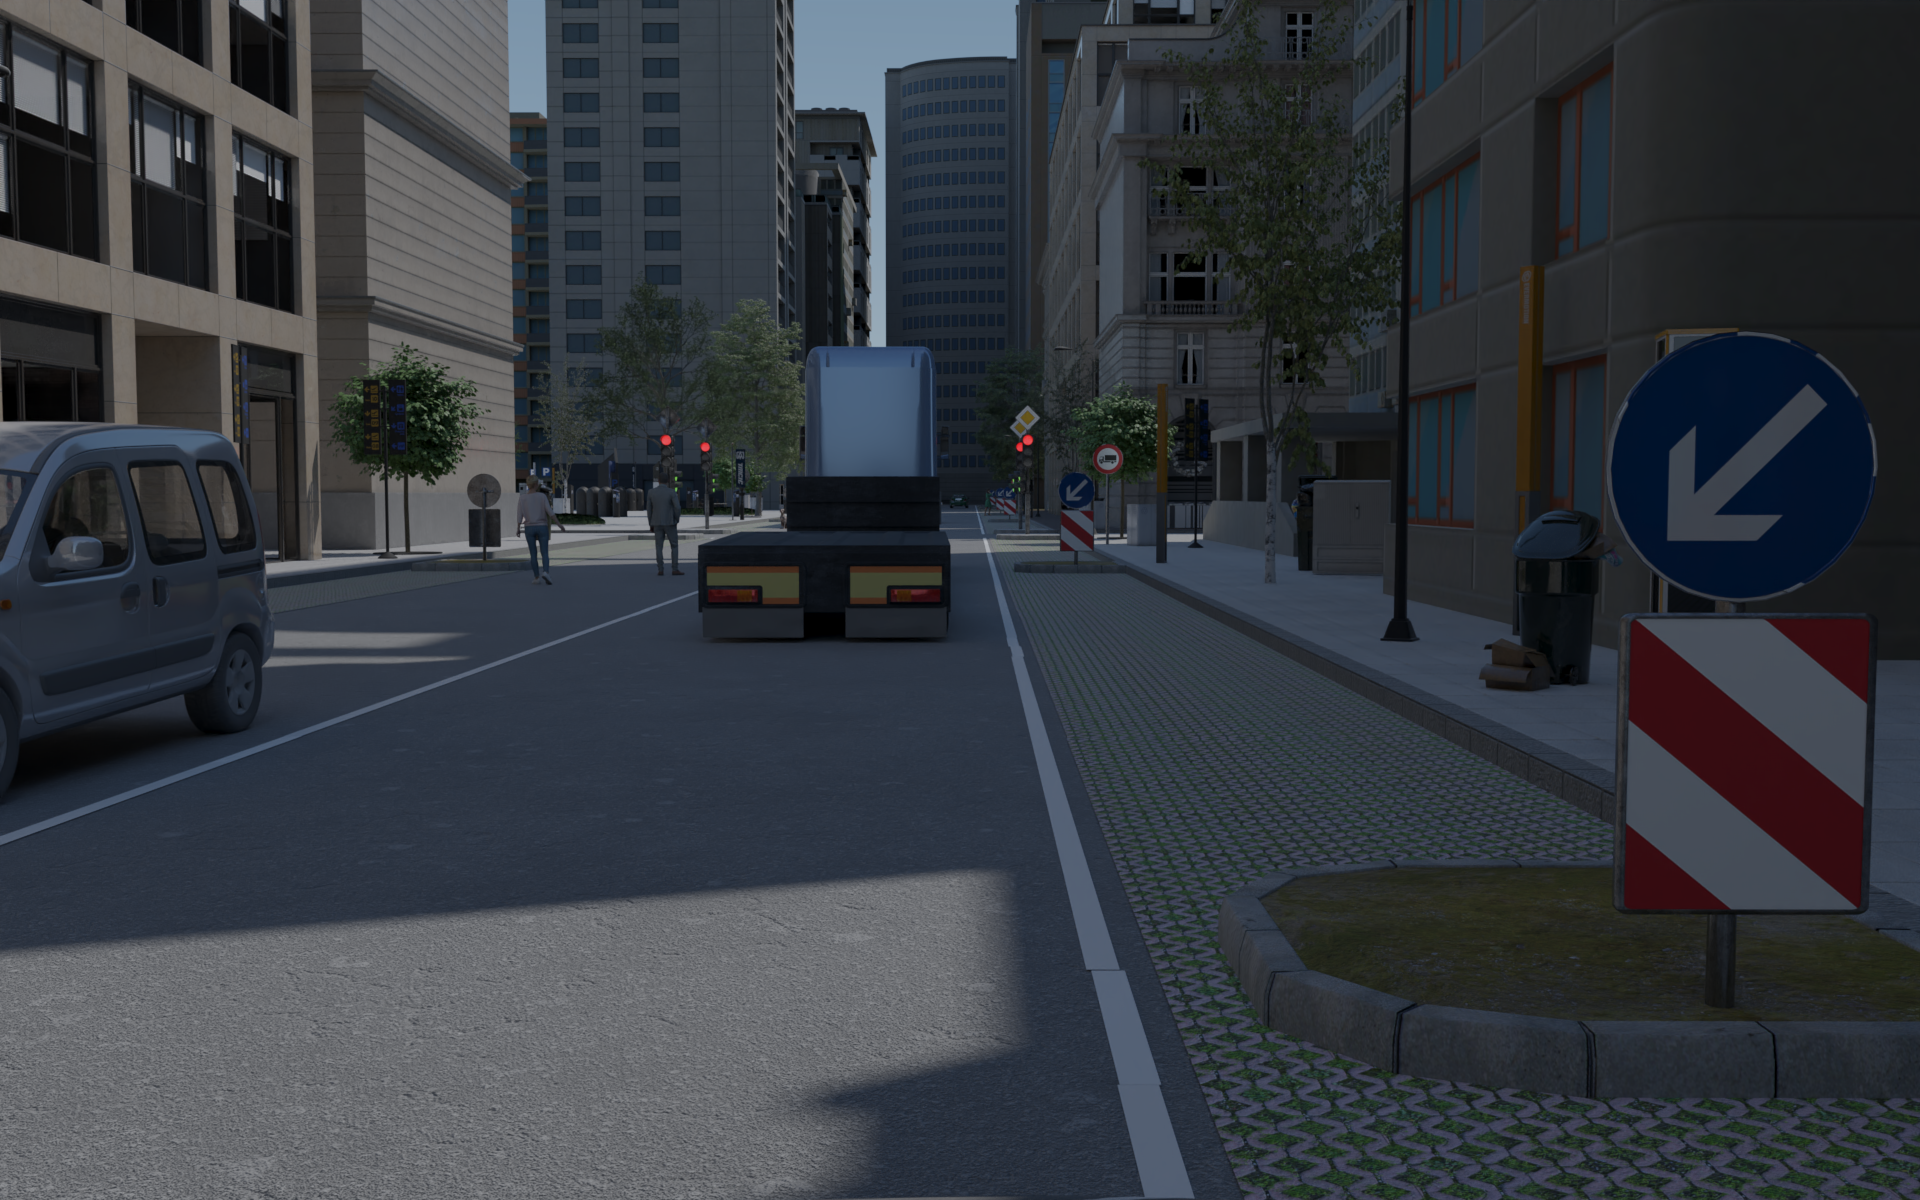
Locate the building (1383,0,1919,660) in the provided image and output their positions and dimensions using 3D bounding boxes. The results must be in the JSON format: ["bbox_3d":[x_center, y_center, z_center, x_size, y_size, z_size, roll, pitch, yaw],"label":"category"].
[{"bbox_3d":[19.174,-9.915,7.148,27.650,21.520,28.899,0,4,0],"label":"building"}]

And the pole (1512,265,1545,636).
[{"bbox_3d":[5.122,-1.331,15.599,0.158,3.312,0.155,0,3,0],"label":"pole"}]

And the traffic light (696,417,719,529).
[{"bbox_3d":[-9.184,-4.526,62.917,0.839,4.253,0.868,0,4,0],"label":"traffic light"}]

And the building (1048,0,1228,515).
[{"bbox_3d":[15.432,-17.986,98.580,19.350,26.468,34.151,0,4,0],"label":"building"}]

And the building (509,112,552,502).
[{"bbox_3d":[-50.480,-33.452,201.564,28.867,44.769,22.147,0,4,0],"label":"building"}]

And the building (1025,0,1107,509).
[{"bbox_3d":[13.055,-30.970,156.471,14.600,45.320,14.200,0,4,0],"label":"building"}]

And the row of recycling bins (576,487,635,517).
[{"bbox_3d":[-20.216,-5.535,97.614,3.534,1.692,1.069,2,4,29],"label":"row of recycling bins"}]

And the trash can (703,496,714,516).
[{"bbox_3d":[-14.473,-5.387,99.730,0.748,1.137,0.748,0,3,0],"label":"trash can"}]

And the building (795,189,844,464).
[{"bbox_3d":[-18.599,-24.124,166.134,14.160,30.474,14.107,0,4,0],"label":"building"}]

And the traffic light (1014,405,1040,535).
[{"bbox_3d":[2.120,-4.033,54.868,0.839,4.253,0.868,0,4,0],"label":"traffic light"}]

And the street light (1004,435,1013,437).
[{"bbox_3d":[4.211,-10.063,137.074,1.470,5.913,1.316,0,4,0],"label":"street light"}]

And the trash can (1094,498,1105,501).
[{"bbox_3d":[4.964,-3.177,63.597,0.748,1.137,0.748,0,3,0],"label":"trash can"}]

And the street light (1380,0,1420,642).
[{"bbox_3d":[3.318,-2.598,15.022,1.470,5.913,1.316,0,4,0],"label":"street light"}]

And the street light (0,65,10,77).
[{"bbox_3d":[-10.962,-2.833,18.866,1.470,5.913,1.316,0,4,0],"label":"street light"}]

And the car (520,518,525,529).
[{"bbox_3d":[-17.255,-2.892,59.654,4.827,1.381,2.083,0,4,1],"label":"car"}]

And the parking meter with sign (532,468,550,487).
[{"bbox_3d":[-27.637,-7.245,114.709,0.543,3.016,1.738,-2,4,-29],"label":"parking meter with sign"}]

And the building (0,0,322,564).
[{"bbox_3d":[-22.272,-12.957,16.362,19.350,26.468,34.151,0,4,0],"label":"building"}]

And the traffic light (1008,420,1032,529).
[{"bbox_3d":[2.177,-4.522,62.853,0.839,4.253,0.868,0,4,0],"label":"traffic light"}]

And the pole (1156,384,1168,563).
[{"bbox_3d":[3.746,-2.340,32.095,0.158,3.312,0.155,0,3,0],"label":"pole"}]

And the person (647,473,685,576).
[{"bbox_3d":[-5.199,-1.340,30.509,0.635,1.810,0.391,0,4,-1],"label":"person"}]

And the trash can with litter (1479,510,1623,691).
[{"bbox_3d":[3.938,-0.012,11.581,0.624,1.170,1.055,3,5,42],"label":"trash can with litter"}]

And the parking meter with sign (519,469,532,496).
[{"bbox_3d":[-30.615,-7.681,121.842,1.738,3.016,0.543,2,4,34],"label":"parking meter with sign"}]

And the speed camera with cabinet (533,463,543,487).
[{"bbox_3d":[-26.195,-6.962,108.169,0.660,3.252,2.038,-2,4,-29],"label":"speed camera with cabinet"}]

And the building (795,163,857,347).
[{"bbox_3d":[-24.084,-30.882,196.803,23.993,40.220,32.217,0,4,0],"label":"building"}]

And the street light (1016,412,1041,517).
[{"bbox_3d":[3.865,-7.650,97.620,1.470,5.913,1.316,0,4,0],"label":"street light"}]

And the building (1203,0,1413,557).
[{"bbox_3d":[22.959,-21.349,40.932,32.217,40.220,23.993,0,4,0],"label":"building"}]

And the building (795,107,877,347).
[{"bbox_3d":[-23.551,-39.575,236.292,27.495,52.752,28.713,0,4,0],"label":"building"}]

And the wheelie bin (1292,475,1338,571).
[{"bbox_3d":[6.014,-1.291,29.018,0.980,1.594,0.693,1,4,21],"label":"wheelie bin"}]

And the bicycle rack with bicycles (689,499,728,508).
[{"bbox_3d":[-17.884,-6.682,122.638,2.925,0.926,2.852,-3,4,-37],"label":"bicycle rack with bicycles"}]

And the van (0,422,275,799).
[{"bbox_3d":[-5.172,-0.126,9.074,2.013,2.044,4.112,0,4,2],"label":"van"}]

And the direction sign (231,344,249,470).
[{"bbox_3d":[-11.030,-2.116,26.599,0.379,3.537,0.876,-1,4,-9],"label":"direction sign"}]

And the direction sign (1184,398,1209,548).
[{"bbox_3d":[5.614,-3.008,41.184,0.876,3.537,0.379,-3,5,-44],"label":"direction sign"}]

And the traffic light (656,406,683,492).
[{"bbox_3d":[-9.241,-4.037,54.933,0.839,4.253,0.868,0,4,0],"label":"traffic light"}]

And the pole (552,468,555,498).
[{"bbox_3d":[-31.615,-8.618,134.744,0.158,3.312,0.155,0,3,0],"label":"pole"}]

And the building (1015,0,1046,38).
[{"bbox_3d":[16.885,-40.123,198.017,21.231,58.520,28.212,0,4,0],"label":"building"}]

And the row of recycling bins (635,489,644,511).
[{"bbox_3d":[-25.028,-7.489,129.556,1.069,1.692,3.534,2,4,35],"label":"row of recycling bins"}]

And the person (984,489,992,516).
[{"bbox_3d":[1.825,-6.398,113.349,0.529,1.795,0.600,0,4,-7],"label":"person"}]

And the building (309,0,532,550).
[{"bbox_3d":[-24.512,-15.792,45.587,23.554,28.519,14.401,0,4,0],"label":"building"}]

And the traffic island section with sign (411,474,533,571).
[{"bbox_3d":[-9.114,-1.479,32.811,1.989,1.847,2.006,0,4,0],"label":"traffic island section with sign"}]

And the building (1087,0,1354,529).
[{"bbox_3d":[17.528,-13.889,68.889,24.055,21.916,13.314,0,4,0],"label":"building"}]

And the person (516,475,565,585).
[{"bbox_3d":[-6.626,-1.118,27.451,0.731,1.740,0.598,-2,4,-24],"label":"person"}]

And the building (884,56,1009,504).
[{"bbox_3d":[4.270,-42.175,231.563,28.212,58.520,21.231,0,4,0],"label":"building"}]

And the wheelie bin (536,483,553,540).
[{"bbox_3d":[-11.660,-2.462,48.156,0.693,1.594,0.980,-1,4,-18],"label":"wheelie bin"}]

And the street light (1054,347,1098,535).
[{"bbox_3d":[3.654,-5.028,54.752,1.470,5.913,1.316,0,4,0],"label":"street light"}]

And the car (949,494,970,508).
[{"bbox_3d":[-0.077,-10.027,175.736,2.131,1.459,4.920,0,4,2],"label":"car"}]

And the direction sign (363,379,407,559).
[{"bbox_3d":[-11.378,-2.589,34.332,0.876,3.537,0.379,0,4,7],"label":"direction sign"}]

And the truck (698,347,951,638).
[{"bbox_3d":[-1.503,-2.208,25.859,2.967,4.110,18.799,0,4,-1],"label":"truck"}]

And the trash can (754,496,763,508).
[{"bbox_3d":[-15.489,-7.434,133.206,0.748,1.137,0.748,0,3,0],"label":"trash can"}]

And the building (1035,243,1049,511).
[{"bbox_3d":[11.671,-17.793,127.079,11.583,22.565,21.152,0,4,0],"label":"building"}]

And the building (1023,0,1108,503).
[{"bbox_3d":[16.929,-44.951,173.202,20.563,71.187,20.611,0,4,0],"label":"building"}]

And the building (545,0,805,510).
[{"bbox_3d":[-22.496,-43.359,147.178,20.563,71.187,20.611,0,4,0],"label":"building"}]
